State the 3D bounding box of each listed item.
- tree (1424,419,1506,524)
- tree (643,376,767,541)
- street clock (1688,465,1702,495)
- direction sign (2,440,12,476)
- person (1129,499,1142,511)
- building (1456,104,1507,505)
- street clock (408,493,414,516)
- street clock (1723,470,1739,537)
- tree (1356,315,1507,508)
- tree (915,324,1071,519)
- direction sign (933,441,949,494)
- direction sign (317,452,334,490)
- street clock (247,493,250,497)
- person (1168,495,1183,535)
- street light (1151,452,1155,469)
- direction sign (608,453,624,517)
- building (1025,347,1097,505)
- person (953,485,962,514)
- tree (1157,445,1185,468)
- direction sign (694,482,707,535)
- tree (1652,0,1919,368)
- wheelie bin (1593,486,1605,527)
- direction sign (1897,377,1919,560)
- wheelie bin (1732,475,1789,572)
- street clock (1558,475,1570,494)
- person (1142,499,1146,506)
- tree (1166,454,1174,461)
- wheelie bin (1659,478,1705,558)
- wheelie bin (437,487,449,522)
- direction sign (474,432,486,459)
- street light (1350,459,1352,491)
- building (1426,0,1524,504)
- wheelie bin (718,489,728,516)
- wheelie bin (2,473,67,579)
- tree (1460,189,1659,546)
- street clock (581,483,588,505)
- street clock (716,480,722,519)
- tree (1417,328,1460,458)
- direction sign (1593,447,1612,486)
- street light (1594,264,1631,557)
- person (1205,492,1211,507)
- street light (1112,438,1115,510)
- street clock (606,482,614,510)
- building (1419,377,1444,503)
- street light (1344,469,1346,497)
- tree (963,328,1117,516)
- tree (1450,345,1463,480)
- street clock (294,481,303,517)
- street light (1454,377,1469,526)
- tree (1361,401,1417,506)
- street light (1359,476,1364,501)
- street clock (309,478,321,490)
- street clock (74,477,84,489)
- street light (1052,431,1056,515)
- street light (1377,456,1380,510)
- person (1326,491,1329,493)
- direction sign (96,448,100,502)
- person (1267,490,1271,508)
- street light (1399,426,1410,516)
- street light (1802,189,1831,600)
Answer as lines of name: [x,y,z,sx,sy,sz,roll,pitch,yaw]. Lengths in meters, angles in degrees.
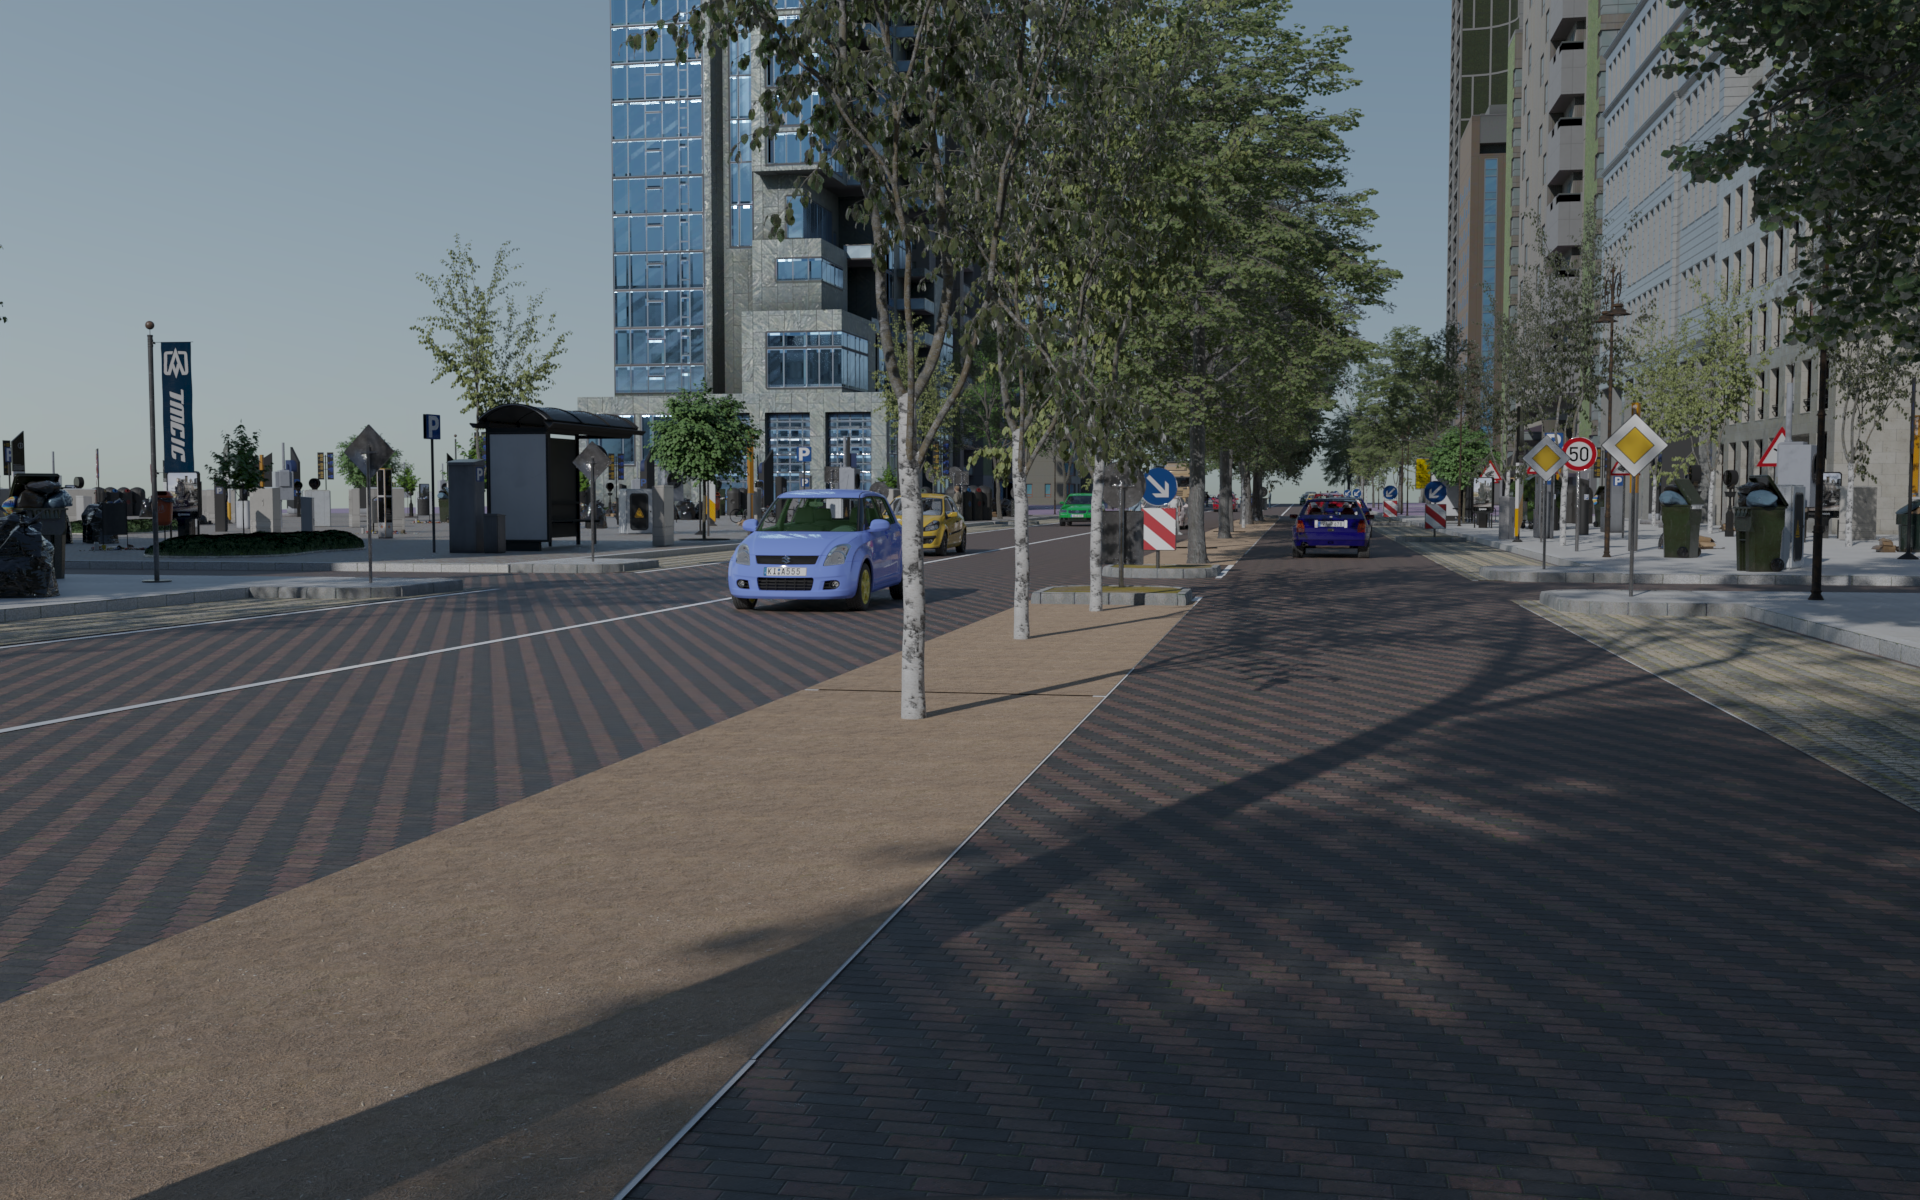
tree: [21.863,-5.577,74.898,4.285,4.588,4.351,0,3,0]
tree: [-7.113,-3.945,48.215,4.285,4.588,4.351,0,3,0]
street clock: [18.330,-2.365,43.245,0.358,2.002,0.471,1,4,11]
direction sign: [-39.923,-4.957,73.050,0.379,3.537,0.876,2,4,25]
person: [4.997,-2.462,49.024,0.793,1.790,0.793,-1,4,-22]
building: [64.998,-33.586,199.239,14.600,45.320,14.200,1,4,11]
street clock: [-30.992,-5.700,97.770,0.358,2.002,0.471,1,4,9]
street clock: [23.081,-2.895,51.907,0.358,2.002,0.471,-1,4,-10]
tree: [24.869,-9.523,90.116,7.601,10.594,8.767,1,4,10]
tree: [1.921,-9.448,88.883,8.767,10.594,7.601,-2,4,-25]
direction sign: [-0.811,-5.025,74.149,0.876,3.537,0.379,3,4,37]
direction sign: [-34.347,-6.229,93.834,0.876,3.537,0.379,0,4,2]
street clock: [-48.197,-6.926,117.806,0.471,2.002,0.358,2,4,28]
person: [7.589,-3.051,60.981,0.503,1.515,0.523,-1,4,-13]
street light: [19.562,-12.472,176.712,0.468,5.910,1.993,1,4,11]
direction sign: [-19.156,-6.395,96.552,0.876,3.537,0.379,-2,4,-25]
building: [2.255,-22.859,218.777,27.650,21.520,28.899,1,4,11]
person: [-0.143,-3.463,65.665,0.362,1.759,0.519,2,4,31]
tree: [29.561,-18.078,229.991,8.767,10.594,7.601,3,5,40]
direction sign: [-8.183,-3.822,54.494,0.379,3.537,0.876,-2,4,-29]
tree: [9.413,-6.467,12.395,9.857,13.997,8.962,0,3,0]
wheelie bin: [24.920,-3.603,66.812,0.980,1.594,0.693,-1,4,-16]
direction sign: [18.618,-2.563,33.902,0.379,3.537,0.876,2,4,26]
wheelie bin: [13.221,-1.268,28.645,0.693,1.594,0.980,0,4,-3]
street clock: [23.247,-3.802,66.730,0.471,2.002,0.358,-3,5,-42]
person: [8.462,-4.270,78.498,0.728,1.800,0.709,3,5,43]
tree: [23.060,-21.057,200.165,12.611,20.169,13.585,0,3,0]
wheelie bin: [14.498,-1.649,34.861,0.980,1.594,0.693,-3,5,-44]
wheelie bin: [-23.544,-4.370,79.354,0.693,1.594,0.980,0,4,1]
direction sign: [-17.468,-4.352,63.154,0.379,3.537,0.876,-3,5,-43]
street light: [50.891,-15.441,225.239,0.468,5.910,1.993,1,4,11]
building: [69.744,-47.528,215.336,20.563,71.187,20.611,1,4,11]
wheelie bin: [-14.288,-5.815,102.988,0.980,1.594,0.693,0,4,-2]
wheelie bin: [-13.894,-1.118,26.181,0.693,1.594,0.980,3,5,39]
tree: [15.040,-5.659,42.888,4.360,8.622,3.978,0,3,0]
street clock: [-18.534,-4.948,85.470,0.471,2.002,0.358,-2,4,-33]
street clock: [-14.049,-5.773,98.962,0.358,2.002,0.471,3,4,37]
tree: [30.012,-12.100,115.964,7.486,12.596,7.792,0,3,0]
direction sign: [31.015,-5.606,83.655,0.876,3.537,0.379,0,4,-6]
street light: [13.116,-3.802,34.948,0.468,5.910,1.993,1,4,11]
person: [28.167,-11.466,196.785,0.721,1.723,1.217,-2,4,-27]
street light: [12.579,-10.355,142.096,0.468,5.910,1.993,1,4,11]
street clock: [-21.730,-6.298,107.537,0.471,2.002,0.358,-2,4,-34]
building: [78.998,-24.170,240.211,27.650,21.520,28.899,1,4,11]
street light: [57.521,-17.509,259.062,0.468,5.910,1.993,1,4,11]
tree: [3.807,-10.791,102.194,9.928,11.665,9.643,0,3,0]
tree: [18.141,-6.539,57.271,4.360,8.622,3.978,0,3,0]
street clock: [-36.874,-5.625,96.540,0.471,2.002,0.358,-2,4,-27]
street light: [19.842,-5.864,68.662,0.468,5.910,1.993,1,4,11]
tree: [33.938,-11.252,134.327,4.737,8.622,4.395,0,3,0]
street light: [44.123,-13.348,191.031,0.468,5.910,1.993,1,4,11]
street clock: [-29.090,-4.498,78.113,0.471,2.002,0.358,0,4,3]
street clock: [-36.662,-4.131,72.115,0.471,2.002,0.358,3,4,36]
street light: [5.953,-8.299,108.477,0.468,5.910,1.993,1,4,11]
street light: [34.525,-10.391,142.678,0.468,5.910,1.993,1,4,11]
person: [40.886,-11.257,192.517,0.705,1.831,1.348,-1,4,-9]
direction sign: [-42.857,-5.759,86.160,0.379,3.537,0.876,-2,4,-30]
person: [30.855,-10.036,172.666,0.705,1.814,1.350,1,4,21]
street light: [27.857,-8.338,109.112,0.468,5.910,1.993,1,4,11]
street light: [10.378,-2.938,20.818,0.468,5.910,1.993,1,4,11]
